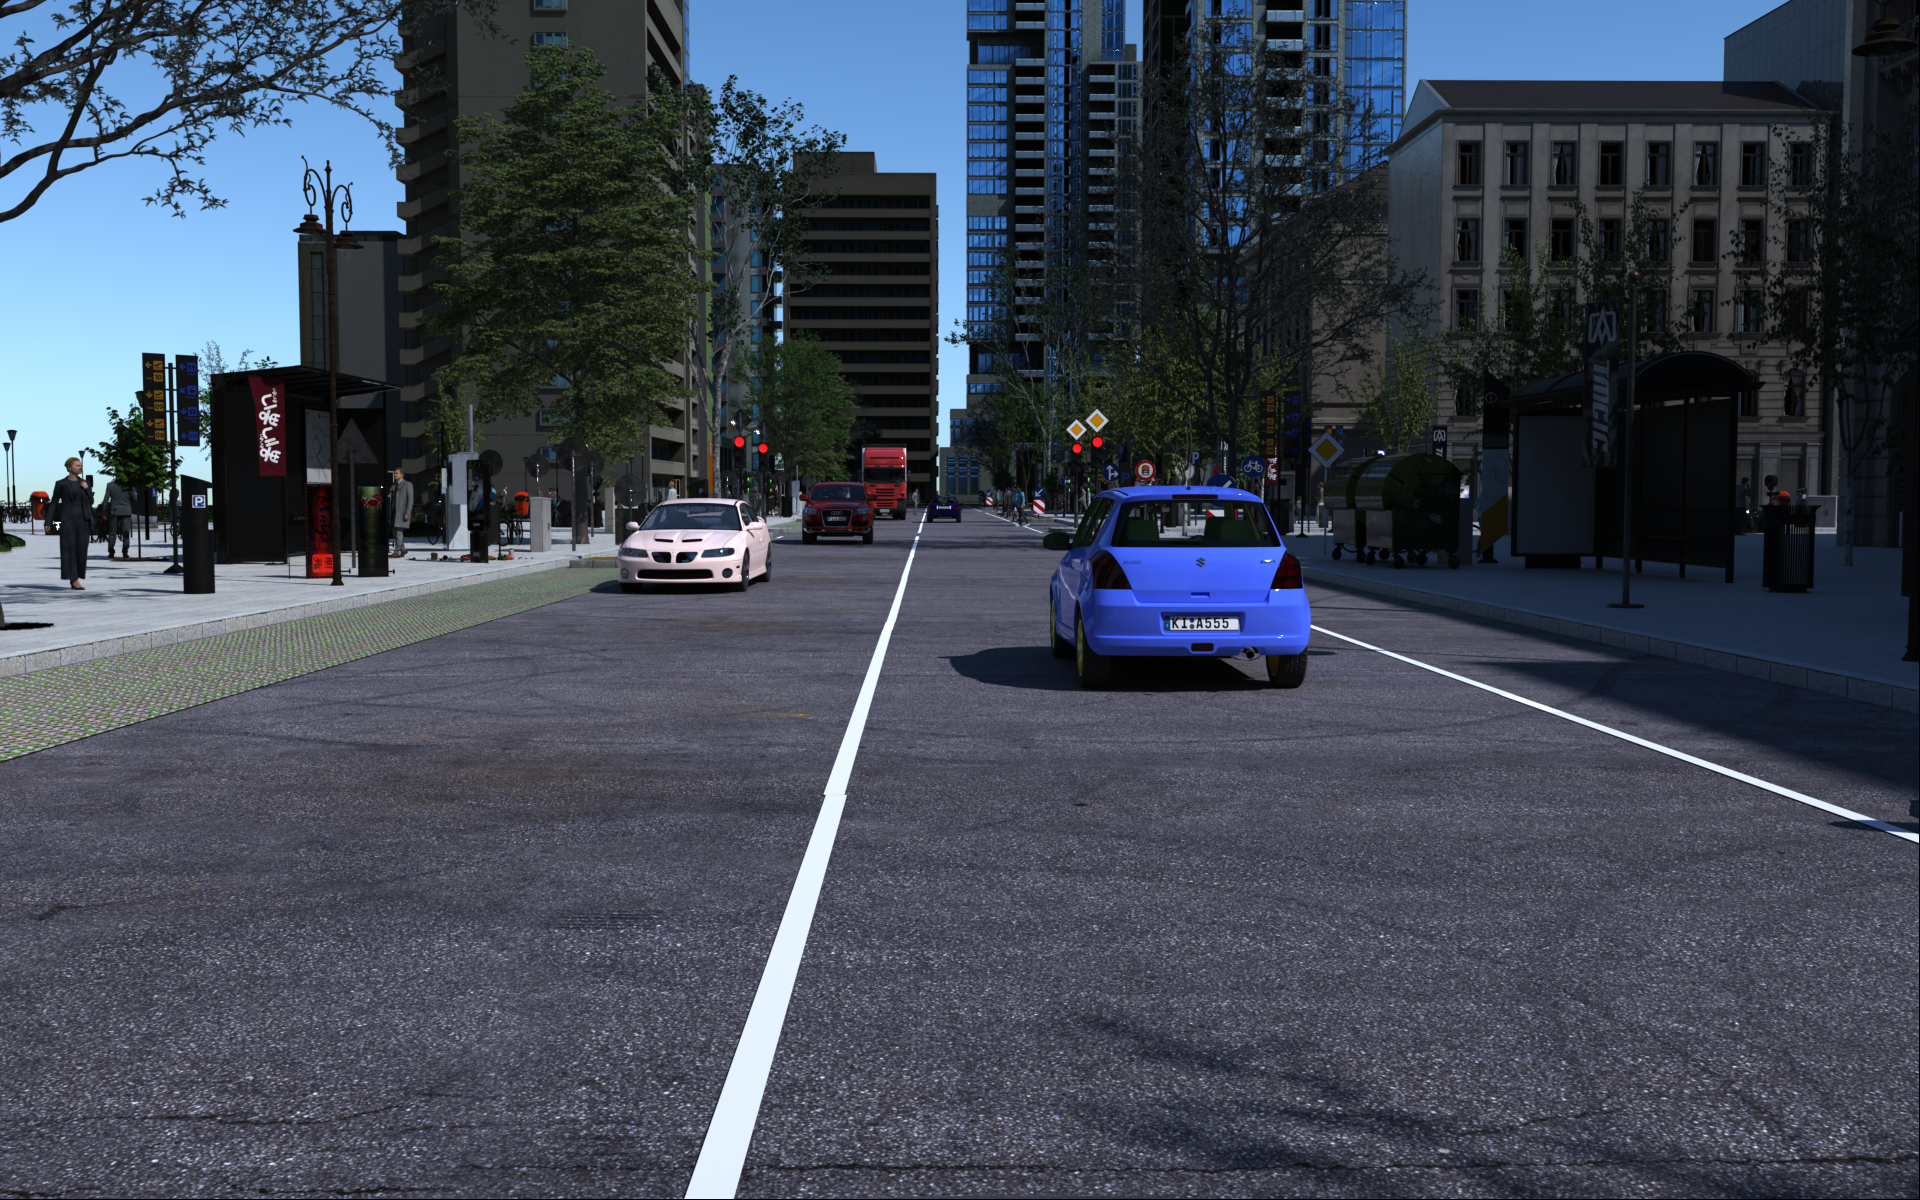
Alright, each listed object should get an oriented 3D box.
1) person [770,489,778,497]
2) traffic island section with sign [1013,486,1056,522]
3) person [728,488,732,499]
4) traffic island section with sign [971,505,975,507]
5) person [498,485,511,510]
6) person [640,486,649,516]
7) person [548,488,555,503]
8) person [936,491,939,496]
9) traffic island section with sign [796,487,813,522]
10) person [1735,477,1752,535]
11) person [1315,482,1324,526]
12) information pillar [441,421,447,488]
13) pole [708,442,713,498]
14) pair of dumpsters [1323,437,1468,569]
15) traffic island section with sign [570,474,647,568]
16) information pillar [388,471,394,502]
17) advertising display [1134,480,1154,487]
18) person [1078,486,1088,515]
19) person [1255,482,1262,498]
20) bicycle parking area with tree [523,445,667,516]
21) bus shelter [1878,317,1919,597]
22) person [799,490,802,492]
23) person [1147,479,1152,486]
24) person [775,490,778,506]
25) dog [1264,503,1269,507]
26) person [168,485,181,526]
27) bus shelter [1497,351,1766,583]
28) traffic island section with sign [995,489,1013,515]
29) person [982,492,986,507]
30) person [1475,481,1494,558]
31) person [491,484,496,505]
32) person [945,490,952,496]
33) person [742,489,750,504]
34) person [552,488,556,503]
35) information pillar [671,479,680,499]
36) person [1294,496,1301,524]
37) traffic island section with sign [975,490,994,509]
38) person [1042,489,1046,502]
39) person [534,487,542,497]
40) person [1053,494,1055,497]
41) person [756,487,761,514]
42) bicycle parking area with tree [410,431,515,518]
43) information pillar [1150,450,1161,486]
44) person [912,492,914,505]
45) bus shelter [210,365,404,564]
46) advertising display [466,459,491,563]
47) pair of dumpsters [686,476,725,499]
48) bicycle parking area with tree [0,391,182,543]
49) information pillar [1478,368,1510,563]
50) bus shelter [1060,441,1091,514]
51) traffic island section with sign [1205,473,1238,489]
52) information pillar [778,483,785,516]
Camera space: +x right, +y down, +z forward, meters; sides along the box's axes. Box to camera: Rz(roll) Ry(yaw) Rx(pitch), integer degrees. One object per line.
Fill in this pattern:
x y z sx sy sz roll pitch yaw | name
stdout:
-17.290 -9.368 159.176 1.348 1.831 0.705 0 4 3 | person
3.964 -5.002 90.413 1.989 1.847 2.006 0 4 -1 | traffic island section with sign
-22.603 -9.993 169.296 0.709 1.838 0.599 -3 5 -40 | person
2.256 -11.346 194.140 1.989 1.847 2.006 0 4 -1 | traffic island section with sign
-28.743 -6.310 109.177 0.822 1.834 0.622 0 4 6 | person
-15.397 -4.772 84.243 0.526 1.800 0.537 -2 4 -32 | person
-28.881 -7.037 121.931 0.643 1.720 0.563 -1 4 -9 | person
-2.085 -9.570 165.523 0.434 1.755 0.990 0 4 -5 | person
-7.434 -4.968 89.858 1.989 1.847 2.006 0 4 -1 | traffic island section with sign
24.273 -2.913 53.851 0.473 1.802 0.592 -1 4 -18 | person
14.356 -3.823 69.105 0.362 1.759 0.519 2 4 26 | person
-16.619 -3.941 55.797 0.183 3.616 0.504 0 4 -7 | information pillar
-9.689 -4.491 67.272 0.158 3.312 0.155 0 3 0 | pole
7.868 -1.775 31.519 1.574 2.255 4.437 0 4 -1 | pair of dumpsters
-6.525 -1.563 34.179 1.989 1.847 2.006 0 4 -1 | traffic island section with sign
-18.342 -3.120 55.507 0.304 2.012 0.304 2 4 31 | information pillar
8.574 -4.620 80.745 0.974 1.923 0.123 2 4 31 | advertising display
7.427 -5.985 104.175 0.850 1.792 0.678 0 4 -7 | person
13.035 -4.288 76.334 0.511 1.800 0.466 1 4 12 | person
-21.242 -7.050 102.272 8.231 4.147 9.016 -1 4 -16 | bicycle parking area with tree
10.757 -1.327 15.616 2.014 3.302 5.546 0 4 -1 | bus shelter
-16.695 -10.603 180.192 0.721 1.735 1.217 1 4 20 | person
7.312 -3.729 66.366 0.648 1.900 0.474 -1 4 -8 | person
-19.101 -10.631 180.580 1.217 1.735 0.721 2 4 27 | person
16.098 -4.746 91.969 0.513 0.831 0.800 0 4 -4 | dog
-31.267 -3.821 68.934 0.576 1.772 0.534 0 4 3 | person
10.332 -2.040 27.277 2.014 3.302 5.546 0 4 -1 | bus shelter
3.511 -6.687 117.962 1.989 1.847 2.006 0 4 -1 | traffic island section with sign
2.615 -10.968 189.294 0.415 1.643 0.593 -1 4 -11 | person
10.602 -1.658 34.960 0.330 1.601 0.589 0 4 5 | person
-25.271 -5.381 94.045 0.620 1.820 0.660 -1 4 -12 | person
-1.090 -9.801 168.831 1.350 1.814 0.705 3 5 39 | person
-10.744 -4.898 86.307 0.537 1.800 0.526 -1 4 -11 | person
-30.615 -7.585 130.887 0.643 1.720 0.563 -2 4 -28 | person
-14.297 -5.052 87.093 0.304 2.012 0.304 2 4 28 | information pillar
14.648 -3.911 75.001 0.382 1.210 0.505 2 4 25 | person
2.704 -9.698 167.188 1.989 1.847 2.006 0 4 -1 | traffic island section with sign
6.298 -7.628 130.563 0.447 1.846 0.655 -2 4 -24 | person
-26.211 -6.174 107.533 0.519 1.759 0.362 1 4 11 | person
11.808 -12.738 214.441 0.705 1.807 1.348 1 4 20 | person
-13.288 -6.490 112.820 0.598 1.740 0.731 0 4 -1 | person
-26.510 -5.642 79.251 8.231 4.147 9.016 1 4 15 | bicycle parking area with tree
10.514 -6.173 92.278 0.504 3.616 0.183 -1 4 -12 | information pillar
-5.879 -12.698 216.915 0.445 1.727 0.742 -3 5 -43 | person
-12.886 -2.651 34.627 1.731 3.624 6.357 0 4 -1 | bus shelter
-9.011 -1.664 32.413 0.123 1.923 0.974 -2 4 -34 | advertising display
-13.134 -5.304 89.216 1.574 2.255 4.437 0 4 -1 | pair of dumpsters
-25.172 -3.708 47.632 8.231 4.147 9.016 0 4 -3 | bicycle parking area with tree
9.905 -2.492 32.099 0.504 3.616 0.183 1 4 15 | information pillar
7.976 -8.531 117.118 2.179 5.291 8.768 0 4 -1 | bus shelter
4.913 -1.560 34.128 1.989 1.847 2.006 0 4 -1 | traffic island section with sign
-10.649 -6.033 103.132 0.304 2.012 0.304 3 5 40 | information pillar
